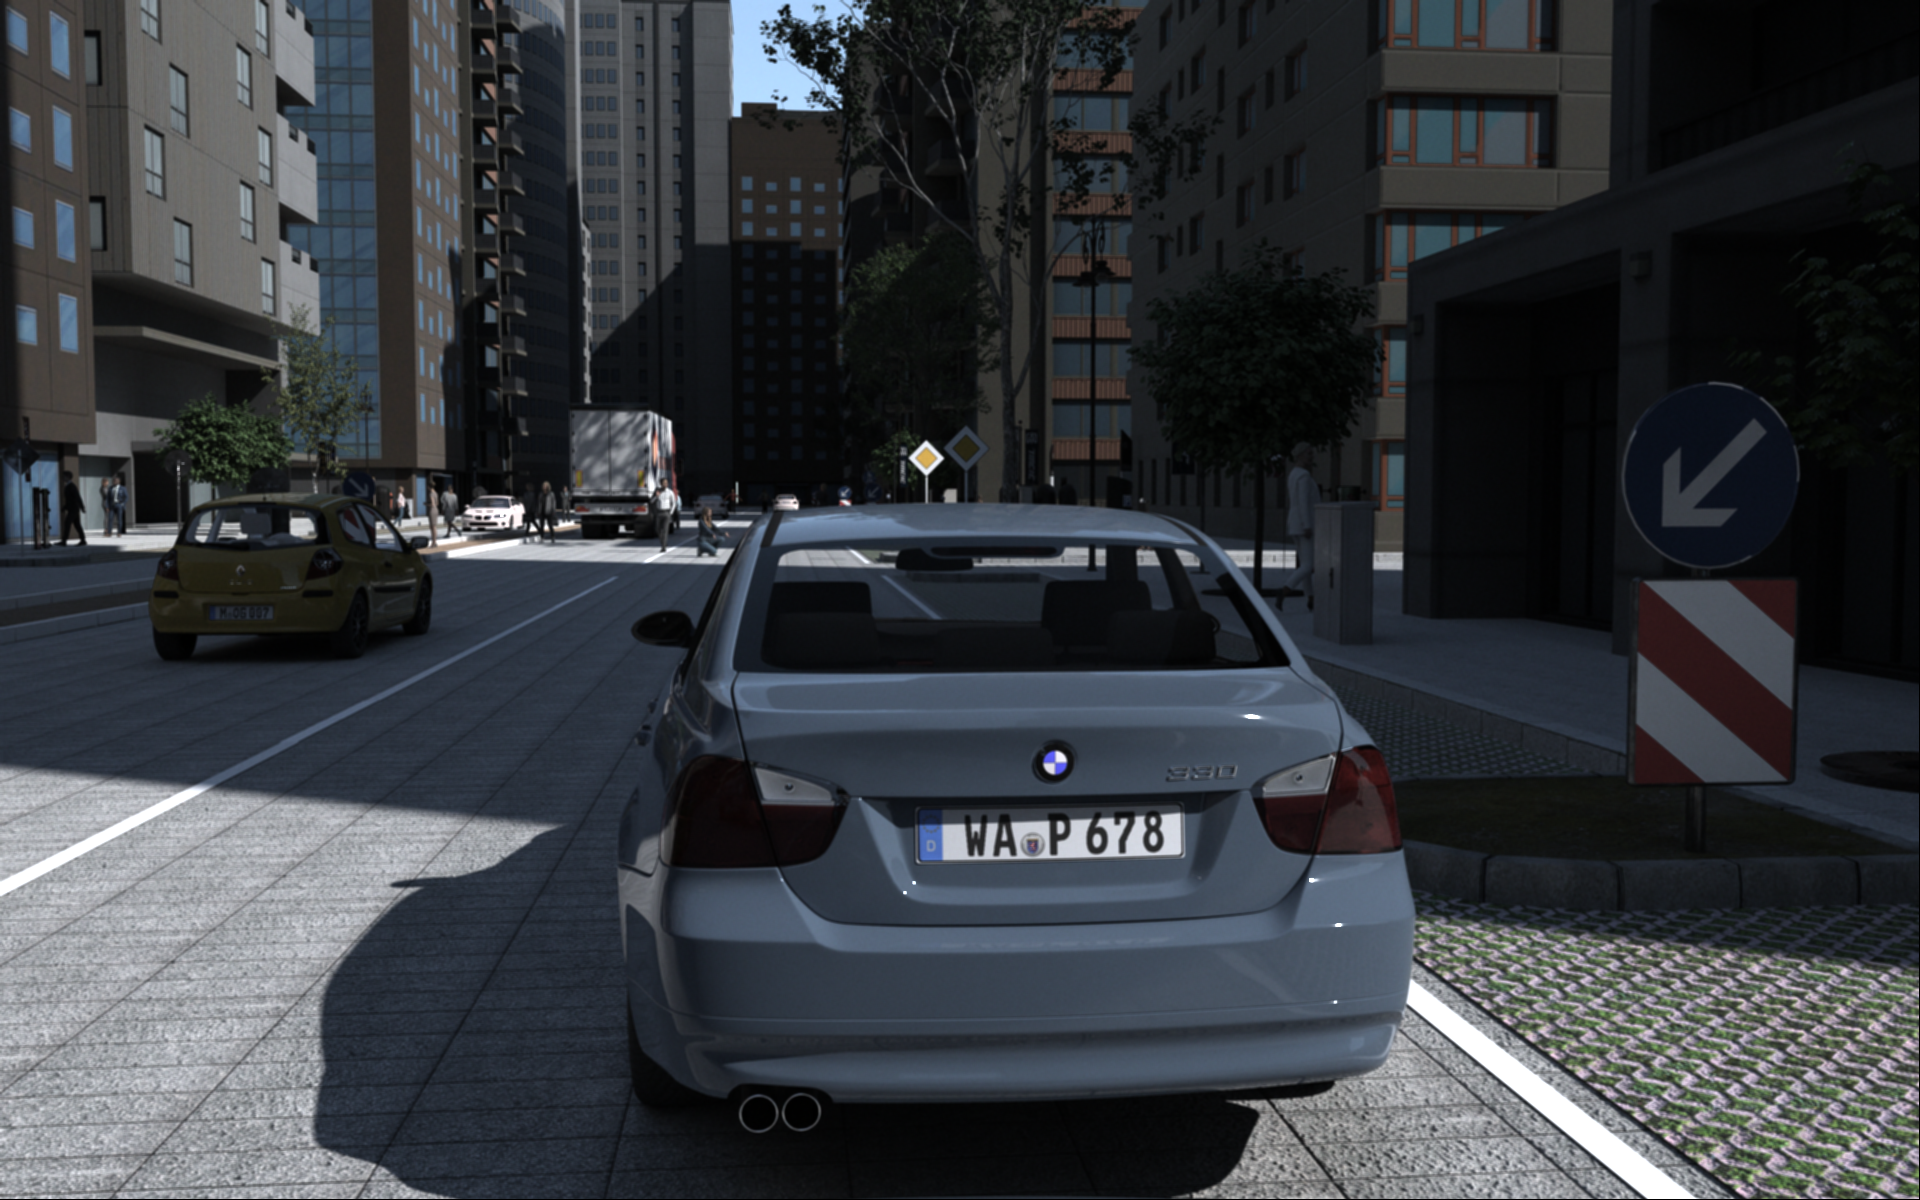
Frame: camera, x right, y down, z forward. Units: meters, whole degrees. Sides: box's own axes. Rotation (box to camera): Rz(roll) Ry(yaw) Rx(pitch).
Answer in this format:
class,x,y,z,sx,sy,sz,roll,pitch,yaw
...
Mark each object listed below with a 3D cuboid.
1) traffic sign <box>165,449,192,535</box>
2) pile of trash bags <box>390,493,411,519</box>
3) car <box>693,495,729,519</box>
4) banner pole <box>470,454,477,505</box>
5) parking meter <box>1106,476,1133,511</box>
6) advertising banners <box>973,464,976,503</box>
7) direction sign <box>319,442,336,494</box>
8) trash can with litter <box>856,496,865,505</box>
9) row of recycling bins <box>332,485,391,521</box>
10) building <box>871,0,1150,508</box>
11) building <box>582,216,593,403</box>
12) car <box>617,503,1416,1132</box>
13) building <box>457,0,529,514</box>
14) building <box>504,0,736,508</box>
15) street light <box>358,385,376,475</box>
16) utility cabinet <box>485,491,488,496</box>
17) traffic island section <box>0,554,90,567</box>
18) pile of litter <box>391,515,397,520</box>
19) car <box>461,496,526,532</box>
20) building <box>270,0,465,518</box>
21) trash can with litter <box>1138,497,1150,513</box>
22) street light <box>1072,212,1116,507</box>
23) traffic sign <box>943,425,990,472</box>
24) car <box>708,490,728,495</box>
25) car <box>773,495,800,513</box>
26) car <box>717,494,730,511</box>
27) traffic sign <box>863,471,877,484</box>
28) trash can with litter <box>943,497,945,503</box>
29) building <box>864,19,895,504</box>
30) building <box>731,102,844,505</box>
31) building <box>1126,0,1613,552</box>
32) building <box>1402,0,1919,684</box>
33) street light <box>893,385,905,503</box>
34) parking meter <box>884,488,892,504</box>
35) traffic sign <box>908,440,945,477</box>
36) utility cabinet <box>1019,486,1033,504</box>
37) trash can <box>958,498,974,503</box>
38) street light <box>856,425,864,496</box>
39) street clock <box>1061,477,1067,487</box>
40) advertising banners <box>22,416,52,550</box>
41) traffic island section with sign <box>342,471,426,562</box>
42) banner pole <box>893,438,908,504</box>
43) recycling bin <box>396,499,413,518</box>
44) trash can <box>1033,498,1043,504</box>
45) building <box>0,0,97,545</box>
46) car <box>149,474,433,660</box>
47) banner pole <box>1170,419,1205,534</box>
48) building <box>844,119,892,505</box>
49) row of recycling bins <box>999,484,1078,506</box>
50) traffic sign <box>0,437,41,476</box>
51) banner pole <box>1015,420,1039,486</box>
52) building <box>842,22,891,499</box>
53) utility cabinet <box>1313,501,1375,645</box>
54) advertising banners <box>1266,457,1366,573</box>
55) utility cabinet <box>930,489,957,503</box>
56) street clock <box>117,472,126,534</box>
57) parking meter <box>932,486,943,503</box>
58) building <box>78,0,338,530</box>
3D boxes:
class,x,y,z,sx,sy,sz,roll,pitch,yaw
traffic sign,-22.287,-3.015,49.402,0.768,2.556,0.104,0,4,-4
pile of trash bags,-29.481,-4.880,89.534,1.912,1.369,3.447,-1,4,-22
car,-14.454,-5.385,100.400,2.083,1.381,4.827,0,4,-8
banner pole,-30.639,-7.283,109.094,0.401,3.779,0.863,1,4,19
parking meter,2.258,-0.989,24.578,0.372,1.533,0.369,0,3,0
advertising banners,0.493,-3.847,59.090,0.090,3.025,2.074,0,4,2
direction sign,-27.403,-5.082,75.085,0.876,3.537,0.379,2,4,23
trash can with litter,-5.919,-5.660,103.932,0.624,1.170,1.055,-1,4,-11
row of recycling bins,-27.423,-4.412,79.246,1.069,1.692,3.534,1,4,19
building,6.321,-27.137,98.314,22.147,44.769,28.867,0,4,-6
building,-44.906,-24.754,176.435,14.107,30.474,14.160,0,4,-6
car,-0.047,0.403,5.420,2.014,1.417,4.499,0,4,-6
building,-43.067,-28.596,122.176,22.147,44.769,28.867,0,4,-6
building,-40.667,-40.445,203.269,28.212,58.520,21.231,0,4,-6
street light,-25.215,-6.170,73.673,0.468,5.910,1.993,0,4,-6
utility cabinet,-27.821,-5.650,101.059,0.318,1.500,1.173,0,4,-2
traffic island section,-19.120,-0.795,35.276,2.009,0.180,2.903,0,4,-6
pile of litter,-28.687,-4.424,86.299,1.719,0.858,1.176,2,4,33
car,-18.212,-3.390,67.783,2.083,1.381,4.827,0,4,-4
building,-36.626,-27.382,97.799,14.600,45.320,14.200,0,4,-6
trash can with litter,4.206,-1.758,39.804,1.678,1.210,2.233,0,4,-7
street light,2.201,-3.419,28.683,0.468,5.910,1.993,0,4,-6
traffic sign,0.125,-1.649,29.151,0.795,2.593,0.064,0,4,-6
car,-23.566,-9.822,169.260,2.281,1.827,5.304,0,4,-6
car,-12.847,-7.070,127.958,2.083,1.381,4.827,0,4,-5
car,-20.182,-8.353,146.357,2.009,1.686,4.222,0,4,-6
traffic sign,-4.914,-5.756,94.222,0.768,2.556,0.104,0,4,-1
trash can with litter,-0.481,-3.225,63.781,1.678,1.210,2.233,1,4,19
building,3.379,-42.380,131.157,20.563,71.187,20.611,0,4,-6
building,-19.178,-33.757,202.041,14.200,45.320,14.600,0,4,-6
building,22.047,-12.693,52.568,28.899,21.520,27.650,0,4,-6
building,15.950,-34.799,7.218,20.563,71.187,20.611,0,4,-6
street light,-2.581,-6.174,73.739,0.468,5.910,1.993,0,4,-6
parking meter,-3.143,-4.110,75.603,0.372,1.533,0.369,0,3,0
traffic sign,-0.699,-2.135,37.093,0.795,2.593,0.064,0,4,-6
utility cabinet,1.878,-2.473,49.108,0.318,1.500,1.173,0,4,-2
trash can,0.263,-3.392,67.118,0.748,1.137,0.748,0,3,0
street light,-6.433,-8.494,111.665,0.468,5.910,1.993,0,4,-6
street clock,4.365,-4.172,72.786,0.358,2.002,0.471,0,4,7
advertising banners,-21.270,-2.673,39.887,0.090,3.025,2.074,-1,4,-15
traffic island section with sign,-12.201,-1.683,35.646,2.006,1.907,1.989,0,4,-6
banner pole,-2.683,-5.312,76.872,0.863,3.779,0.401,-2,4,-23
recycling bin,-29.571,-4.874,92.239,0.722,1.027,0.722,0,4,-6
trash can,2.570,-3.034,61.263,0.748,1.137,0.748,0,3,0
building,-30.799,-23.877,40.506,14.600,45.320,14.200,0,4,-6
car,-6.199,-0.381,16.449,2.015,1.641,3.980,0,4,-5
banner pole,3.710,-2.307,27.734,0.863,3.779,0.401,-2,4,-30
building,5.916,-28.310,154.744,32.217,40.220,23.993,0,4,-6
row of recycling bins,3.195,-3.900,70.886,3.534,1.692,1.069,2,4,28
traffic sign,-19.097,-2.020,35.212,0.795,2.593,0.064,0,4,-6
banner pole,2.273,-4.201,58.707,0.863,3.779,0.401,0,4,8
building,-0.915,-33.820,176.659,21.300,48.544,21.600,0,4,-6
utility cabinet,3.352,-0.247,15.206,0.306,1.237,1.020,0,4,-1
advertising banners,5.671,-1.945,27.984,0.090,3.025,2.074,-3,5,-42
utility cabinet,-0.748,-4.136,76.308,1.173,1.500,0.318,-1,4,-22
street clock,-27.163,-3.153,56.127,0.358,2.002,0.471,-2,4,-28
parking meter,-0.706,-2.811,54.364,0.372,1.533,0.369,0,3,0
building,-42.192,-29.285,68.049,28.713,52.752,27.495,0,4,-6
